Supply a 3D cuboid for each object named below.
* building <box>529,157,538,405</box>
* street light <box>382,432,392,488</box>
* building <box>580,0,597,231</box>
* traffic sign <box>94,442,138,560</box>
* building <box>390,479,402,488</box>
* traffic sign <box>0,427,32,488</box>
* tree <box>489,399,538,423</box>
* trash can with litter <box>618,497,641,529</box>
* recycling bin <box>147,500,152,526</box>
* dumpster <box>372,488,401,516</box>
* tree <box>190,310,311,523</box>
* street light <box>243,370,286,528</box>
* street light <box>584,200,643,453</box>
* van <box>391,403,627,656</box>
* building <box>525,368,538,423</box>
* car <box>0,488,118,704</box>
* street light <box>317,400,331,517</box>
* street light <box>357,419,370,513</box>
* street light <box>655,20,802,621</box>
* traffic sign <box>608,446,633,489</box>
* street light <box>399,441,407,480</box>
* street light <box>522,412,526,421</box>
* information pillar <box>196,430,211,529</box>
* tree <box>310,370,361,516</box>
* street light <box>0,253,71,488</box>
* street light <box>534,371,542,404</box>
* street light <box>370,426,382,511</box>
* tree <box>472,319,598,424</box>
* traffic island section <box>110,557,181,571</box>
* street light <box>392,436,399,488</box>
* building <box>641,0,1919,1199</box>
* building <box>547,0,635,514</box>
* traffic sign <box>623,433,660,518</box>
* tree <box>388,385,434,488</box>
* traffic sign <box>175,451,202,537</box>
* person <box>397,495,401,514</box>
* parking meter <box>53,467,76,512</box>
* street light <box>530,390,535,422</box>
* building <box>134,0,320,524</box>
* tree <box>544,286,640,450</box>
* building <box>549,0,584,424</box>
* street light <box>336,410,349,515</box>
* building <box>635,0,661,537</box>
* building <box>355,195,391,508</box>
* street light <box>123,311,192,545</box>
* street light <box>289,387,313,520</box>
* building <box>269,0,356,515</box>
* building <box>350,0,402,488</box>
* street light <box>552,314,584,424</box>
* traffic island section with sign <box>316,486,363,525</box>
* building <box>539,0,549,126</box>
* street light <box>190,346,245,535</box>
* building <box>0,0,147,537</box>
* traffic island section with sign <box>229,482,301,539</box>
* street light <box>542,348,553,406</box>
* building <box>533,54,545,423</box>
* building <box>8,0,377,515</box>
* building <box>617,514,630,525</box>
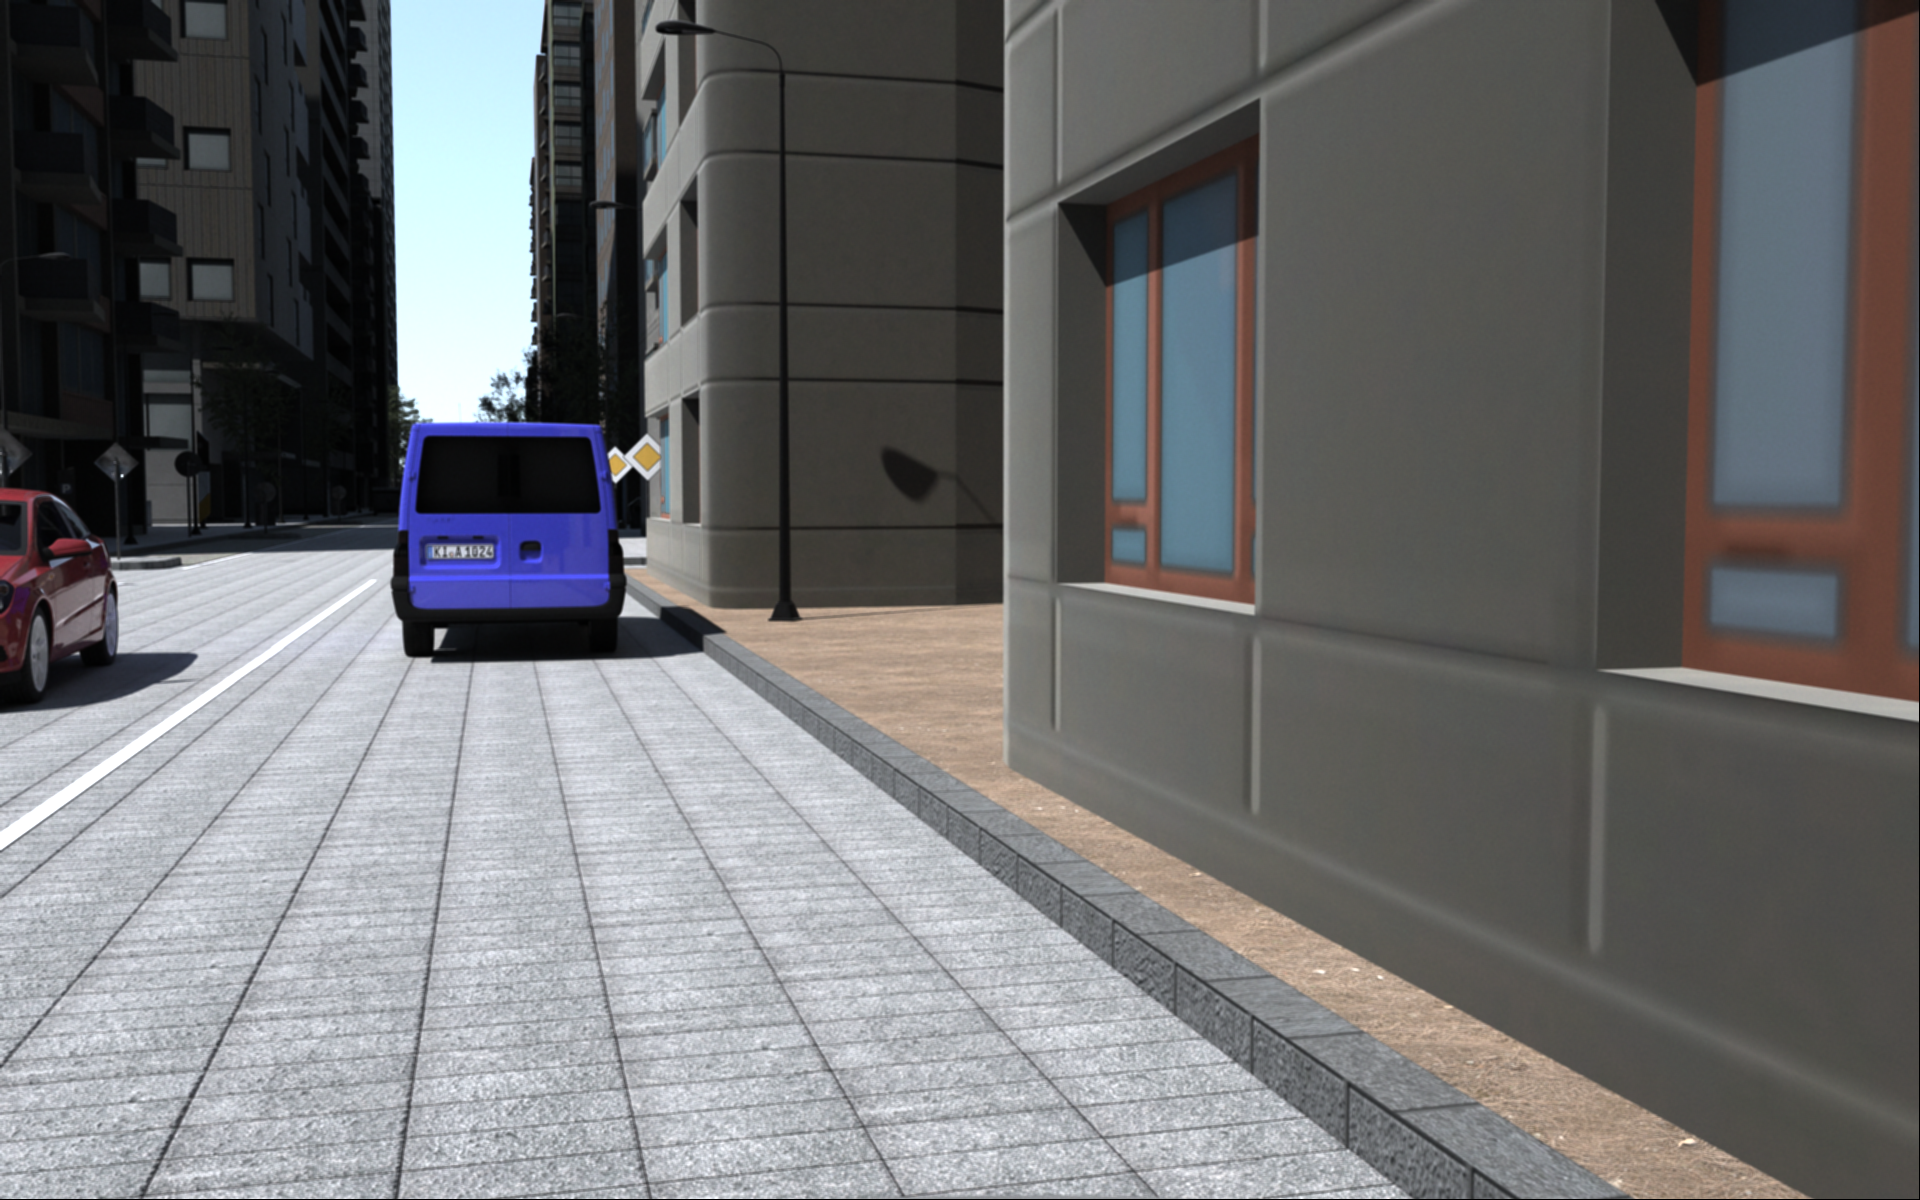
[{"bbox_3d":[-44.023,-34.822,223.956,22.147,44.769,28.867,-1,4,-15],"label":"building"},{"bbox_3d":[-43.284,-9.554,128.744,1.470,5.913,1.316,-1,4,-15],"label":"street light"},{"bbox_3d":[-15.646,-20.341,104.284,14.160,30.474,14.107,-1,4,-15],"label":"building"},{"bbox_3d":[-16.416,-1.841,33.739,0.795,2.450,0.064,-1,4,-15],"label":"traffic sign"},{"bbox_3d":[-80.098,-30.712,194.022,32.217,40.220,23.993,-1,4,-15],"label":"building"},{"bbox_3d":[-14.358,-1.369,26.023,0.795,2.450,0.064,-1,4,-15],"label":"traffic sign"},{"bbox_3d":[-47.223,-16.104,189.060,9.928,11.665,9.643,0,3,0],"label":"tree"},{"bbox_3d":[-12.166,-3.204,63.778,1.055,1.170,0.624,-1,4,-19],"label":"trash can with litter"},{"bbox_3d":[-32.730,-3.452,68.989,0.722,1.027,0.722,1,4,17],"label":"recycling bin"},{"bbox_3d":[-37.656,-6.455,113.757,1.865,1.857,1.264,-1,4,-16],"label":"dumpster"},{"bbox_3d":[-28.554,-7.267,69.180,4.737,8.622,4.395,0,3,0],"label":"tree"},{"bbox_3d":[-26.170,-5.647,64.875,1.470,5.913,1.316,-1,4,-15],"label":"street light"},{"bbox_3d":[-5.168,-3.373,27.697,1.470,5.913,1.316,-1,4,-15],"label":"street light"},{"bbox_3d":[-4.434,-0.778,17.107,2.240,2.365,5.245,-1,4,-14],"label":"van"},{"bbox_3d":[-49.017,-24.962,253.172,27.650,21.520,28.899,-1,4,-15],"label":"building"},{"bbox_3d":[-7.551,-0.235,12.890,2.155,1.783,4.494,-1,4,-17],"label":"car"},{"bbox_3d":[-31.819,-6.916,85.626,1.470,5.913,1.316,-1,4,-15],"label":"street light"},{"bbox_3d":[-37.722,-8.270,107.751,1.470,5.913,1.316,-1,4,-15],"label":"street light"},{"bbox_3d":[-2.300,-2.737,17.287,1.470,5.913,1.316,-1,4,-15],"label":"street light"},{"bbox_3d":[-7.188,-1.989,36.171,0.795,2.450,0.064,-1,4,-15],"label":"traffic sign"},{"bbox_3d":[-49.162,-10.891,150.601,1.470,5.913,1.316,-1,4,-15],"label":"street light"},{"bbox_3d":[-23.801,-7.653,97.672,1.470,5.913,1.316,-1,4,-15],"label":"street light"},{"bbox_3d":[-27.829,-4.425,63.707,0.504,3.616,0.183,1,4,17],"label":"information pillar"},{"bbox_3d":[-37.648,-9.299,102.405,4.737,8.622,4.395,0,3,0],"label":"tree"},{"bbox_3d":[-17.823,-3.722,33.392,1.470,5.913,1.316,-1,4,-15],"label":"street light"},{"bbox_3d":[-15.235,-5.696,65.678,1.470,5.913,1.316,-1,4,-15],"label":"street light"},{"bbox_3d":[-40.505,-8.918,118.356,1.470,5.913,1.316,-1,4,-15],"label":"street light"},{"bbox_3d":[-21.612,-9.621,91.712,8.767,10.594,7.601,-1,4,-14],"label":"tree"},{"bbox_3d":[-16.437,-0.704,33.795,2.009,0.180,2.903,-1,4,-15],"label":"traffic island section"},{"bbox_3d":[-46.113,-10.188,139.118,1.470,5.913,1.316,-1,4,-15],"label":"street light"},{"bbox_3d":[12.044,-10.505,16.790,27.650,21.520,28.899,-1,4,-15],"label":"building"},{"bbox_3d":[-24.411,-29.602,134.097,14.600,45.320,14.200,-1,4,-15],"label":"building"},{"bbox_3d":[-5.130,-1.518,28.454,0.795,2.450,0.064,-1,4,-15],"label":"traffic sign"},{"bbox_3d":[-59.112,-16.011,179.902,7.486,12.596,7.792,0,3,0],"label":"tree"},{"bbox_3d":[-22.900,-3.139,51.425,0.768,2.556,0.104,-1,4,-9],"label":"traffic sign"},{"bbox_3d":[-29.716,-5.109,92.526,0.515,1.767,0.782,2,4,31],"label":"person"},{"bbox_3d":[-19.532,-1.962,37.792,0.399,1.863,0.255,-3,4,-39],"label":"parking meter"},{"bbox_3d":[-18.214,-6.383,76.904,1.470,5.913,1.316,-1,4,-15],"label":"street light"},{"bbox_3d":[-45.986,-30.080,81.047,28.713,52.752,27.495,-1,4,-15],"label":"building"},{"bbox_3d":[-13.080,-6.857,62.476,4.737,8.622,4.395,0,3,0],"label":"tree"},{"bbox_3d":[-20.994,-26.665,119.574,14.154,41.232,14.086,-1,4,-15],"label":"building"},{"bbox_3d":[-34.650,-7.551,96.000,1.470,5.913,1.316,-1,4,-15],"label":"street light"},{"bbox_3d":[1.336,-26.129,50.913,21.600,48.544,21.300,-1,4,-15],"label":"building"},{"bbox_3d":[-60.736,-23.759,160.168,14.160,30.474,14.107,-1,4,-15],"label":"building"},{"bbox_3d":[-20.602,-4.375,44.077,1.470,5.913,1.316,-1,4,-15],"label":"street light"},{"bbox_3d":[-28.968,-6.282,75.257,1.470,5.913,1.316,-1,4,-15],"label":"street light"},{"bbox_3d":[-51.916,-29.915,112.811,21.300,48.544,21.600,-1,4,-15],"label":"building"},{"bbox_3d":[-85.595,-48.793,236.013,20.563,71.187,20.611,-1,4,-15],"label":"building"},{"bbox_3d":[-9.689,-4.423,44.865,1.470,5.913,1.316,-1,4,-15],"label":"street light"},{"bbox_3d":[-29.198,-4.460,81.552,1.989,1.847,2.006,-1,4,-15],"label":"traffic island section with sign"},{"bbox_3d":[-26.117,-30.659,155.903,22.147,44.769,28.867,-1,4,-15],"label":"building"},{"bbox_3d":[-23.515,-5.010,54.454,1.470,5.913,1.316,-1,4,-15],"label":"street light"},{"bbox_3d":[-33.176,-23.791,43.605,22.147,44.769,28.867,-1,4,-15],"label":"building"},{"bbox_3d":[-22.246,-2.867,55.506,1.989,1.847,2.006,-1,4,-15],"label":"traffic island section with sign"},{"bbox_3d":[-12.447,-5.059,55.259,1.470,5.913,1.316,-1,4,-15],"label":"street light"},{"bbox_3d":[-35.737,-32.147,175.706,14.600,45.320,14.200,-1,4,-15],"label":"building"},{"bbox_3d":[-59.039,-29.564,137.989,22.147,44.769,28.867,-1,4,-15],"label":"building"},{"bbox_3d":[-9.169,-26.205,78.565,14.600,45.320,14.200,-1,4,-15],"label":"building"}]
